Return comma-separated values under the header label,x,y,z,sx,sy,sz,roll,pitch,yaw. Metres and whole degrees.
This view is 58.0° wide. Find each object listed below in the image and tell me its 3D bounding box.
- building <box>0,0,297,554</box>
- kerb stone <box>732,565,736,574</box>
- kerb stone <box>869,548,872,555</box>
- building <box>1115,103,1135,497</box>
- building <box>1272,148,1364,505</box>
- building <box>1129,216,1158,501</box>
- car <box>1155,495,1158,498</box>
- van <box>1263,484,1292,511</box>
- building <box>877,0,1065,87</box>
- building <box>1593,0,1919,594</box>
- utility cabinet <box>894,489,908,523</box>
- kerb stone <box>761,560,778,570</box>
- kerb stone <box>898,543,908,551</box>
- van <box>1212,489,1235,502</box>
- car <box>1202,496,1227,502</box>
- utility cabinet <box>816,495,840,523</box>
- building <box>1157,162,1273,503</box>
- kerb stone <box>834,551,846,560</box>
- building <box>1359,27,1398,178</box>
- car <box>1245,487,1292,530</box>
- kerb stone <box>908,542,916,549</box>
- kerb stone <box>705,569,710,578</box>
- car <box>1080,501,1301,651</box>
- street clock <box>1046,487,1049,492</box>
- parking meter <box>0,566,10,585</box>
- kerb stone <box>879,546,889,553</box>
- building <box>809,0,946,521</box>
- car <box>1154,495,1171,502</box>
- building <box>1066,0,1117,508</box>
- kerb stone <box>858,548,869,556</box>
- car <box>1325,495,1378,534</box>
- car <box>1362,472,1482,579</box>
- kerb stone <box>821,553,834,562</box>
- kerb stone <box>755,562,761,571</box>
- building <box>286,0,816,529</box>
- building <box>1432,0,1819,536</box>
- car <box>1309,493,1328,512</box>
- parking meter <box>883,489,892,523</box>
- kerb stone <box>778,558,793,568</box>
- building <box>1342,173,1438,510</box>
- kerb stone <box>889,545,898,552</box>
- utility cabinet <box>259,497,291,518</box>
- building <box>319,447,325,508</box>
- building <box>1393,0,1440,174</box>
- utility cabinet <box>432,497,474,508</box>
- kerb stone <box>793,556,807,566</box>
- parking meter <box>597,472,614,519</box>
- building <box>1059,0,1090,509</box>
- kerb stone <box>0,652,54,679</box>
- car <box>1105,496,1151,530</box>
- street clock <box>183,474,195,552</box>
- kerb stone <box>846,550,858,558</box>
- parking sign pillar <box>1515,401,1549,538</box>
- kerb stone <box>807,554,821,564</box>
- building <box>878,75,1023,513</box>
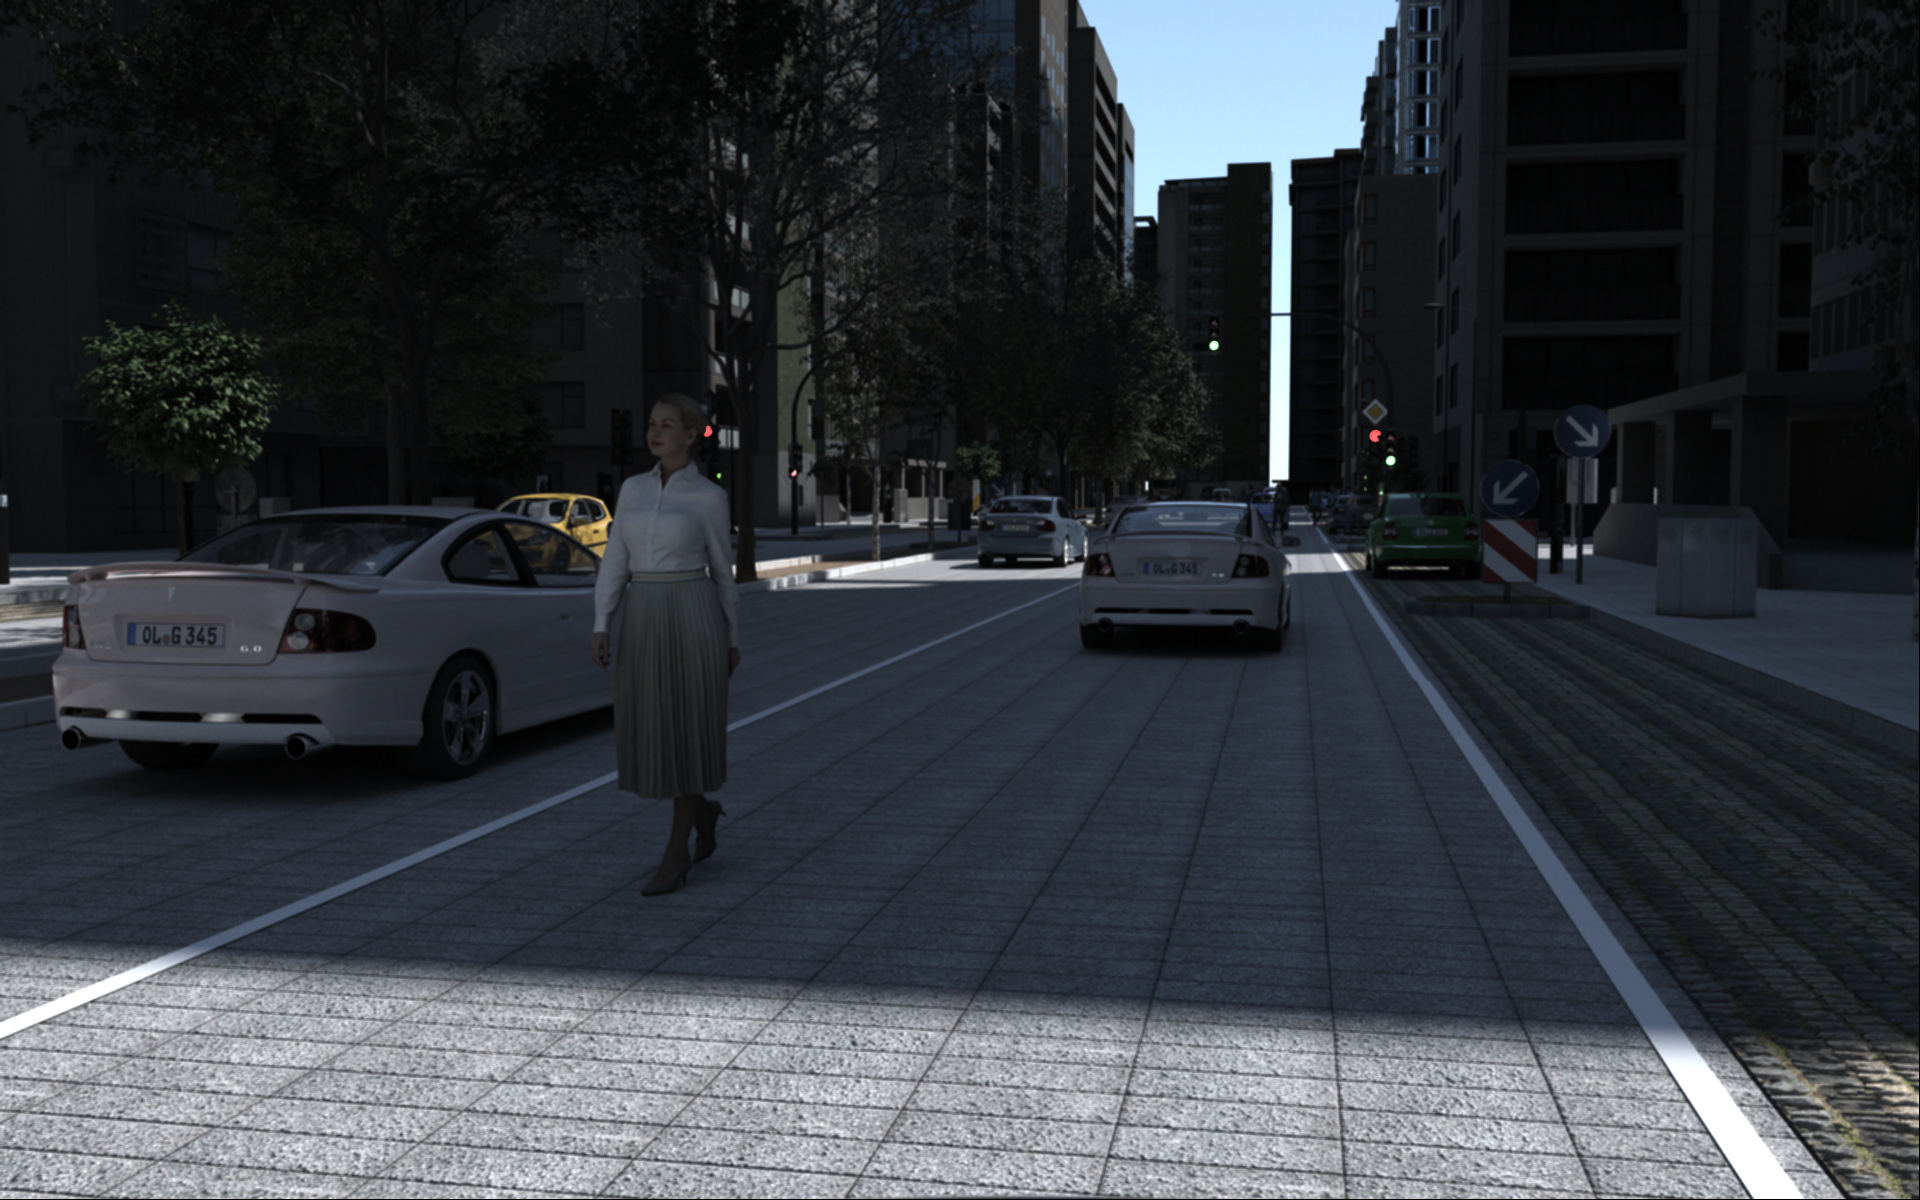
label,x,y,z,sx,sy,sz,roll,pitch,yaw
building,-23.853,-22.038,43.916,14.086,41.232,14.154,1,4,11
kerb stone,-4.086,-0.518,30.697,0.120,0.150,1.000,1,4,11
kerb stone,-2.137,-1.133,40.756,0.120,0.150,1.000,1,4,11
building,11.922,-33.396,196.128,14.200,45.320,14.600,1,4,11
building,54.009,-34.379,216.722,28.867,44.769,22.147,1,4,11
building,14.868,-32.874,229.373,23.993,40.220,32.217,1,4,11
car,19.291,-9.296,164.350,2.083,1.381,4.827,1,4,12
van,17.971,-5.628,99.026,2.013,2.044,4.112,1,4,9
building,0.462,-29.742,136.390,14.600,45.320,14.200,1,4,11
building,27.963,-20.421,25.758,32.217,40.220,23.993,1,4,11
utility cabinet,-2.623,-4.192,77.214,0.318,1.500,1.173,1,4,16
kerb stone,-3.695,-0.643,32.715,0.120,0.150,1.000,1,4,11
kerb stone,-1.555,-1.317,43.773,0.120,0.150,1.000,1,4,11
van,20.035,-7.677,132.533,2.013,2.044,4.112,1,4,10
car,17.204,-6.442,117.912,1.945,1.354,3.894,1,4,9
utility cabinet,-5.885,-4.031,77.067,1.020,1.237,0.306,-2,4,-24
building,31.902,-32.632,217.132,14.086,41.232,14.154,1,4,11
kerb stone,-2.727,-0.951,37.747,0.120,0.150,1.000,1,4,11
building,53.042,-34.276,180.018,23.786,49.044,30.456,1,4,11
car,12.461,-3.703,70.128,1.945,1.707,3.694,1,4,11
kerb stone,-1.364,-1.381,44.777,0.120,0.150,1.000,1,4,11
kerb stone,-4.282,-0.458,29.686,0.120,0.150,1.000,1,4,11
car,2.333,-0.302,17.297,2.083,1.381,4.827,1,4,12
street clock,6.175,-7.178,121.924,0.471,2.002,0.358,-2,4,-33
parking meter,-13.720,-0.989,24.578,0.372,1.533,0.369,0,3,0
kerb stone,-1.947,-1.197,41.760,0.120,0.150,1.000,1,4,11
building,-17.615,-24.405,90.905,32.217,40.220,23.993,1,4,11
car,18.443,-8.838,157.082,1.945,1.354,3.894,1,4,12
building,4.167,-33.771,175.862,21.300,48.544,21.600,1,4,11
kerb stone,-2.334,-1.074,39.753,0.120,0.150,1.000,1,4,11
car,14.270,-3.110,62.850,2.014,1.417,4.499,1,4,11
car,8.104,-1.326,30.476,1.959,1.807,4.718,1,4,11
kerb stone,-2.921,-0.890,36.739,0.120,0.150,1.000,1,4,11
kerb stone,-3.893,-0.578,31.706,0.120,0.150,1.000,1,4,11
building,-13.949,-23.186,62.686,14.154,41.232,14.086,1,4,11
building,27.734,-37.914,58.151,20.611,71.187,20.563,1,4,11
car,28.451,-7.750,136.302,1.945,1.707,3.694,1,4,9
parking meter,-3.238,-4.205,77.158,0.372,1.533,0.369,0,3,0
kerb stone,-3.504,-0.704,33.719,0.120,0.150,1.000,1,4,11
building,37.968,-15.950,105.822,27.650,21.520,28.899,1,4,11
kerb stone,-1.757,-1.258,42.764,0.120,0.150,1.000,1,4,11
utility cabinet,-13.680,-1.434,34.610,0.306,1.237,1.020,0,4,-3
building,-28.328,-25.393,65.294,14.200,45.320,14.600,1,4,11
building,46.488,-51.115,148.407,22.319,86.520,31.000,1,4,11
utility cabinet,-10.939,-1.585,37.070,1.020,1.237,0.306,0,4,4
kerb stone,-3.308,-0.761,34.731,0.120,0.150,1.000,1,4,11
parking meter,-9.618,-2.526,47.019,0.399,1.863,0.255,-3,4,-38
building,0.981,-43.766,153.825,20.563,71.187,20.611,1,4,11
kerb stone,-7.383,0.527,13.571,0.120,0.150,1.000,1,4,11
car,6.893,-3.484,69.329,2.083,1.381,4.827,1,4,12
street clock,-17.226,-2.082,38.619,0.471,2.002,0.358,-3,5,-41
kerb stone,-2.530,-1.009,38.750,0.120,0.150,1.000,1,4,11
parking sign pillar,16.513,-3.802,50.627,1.447,3.967,1.447,1,4,13
kerb stone,-3.114,-0.828,35.735,0.120,0.150,1.000,1,4,11
building,-3.556,-21.490,123.069,14.160,30.474,14.107,1,4,11
